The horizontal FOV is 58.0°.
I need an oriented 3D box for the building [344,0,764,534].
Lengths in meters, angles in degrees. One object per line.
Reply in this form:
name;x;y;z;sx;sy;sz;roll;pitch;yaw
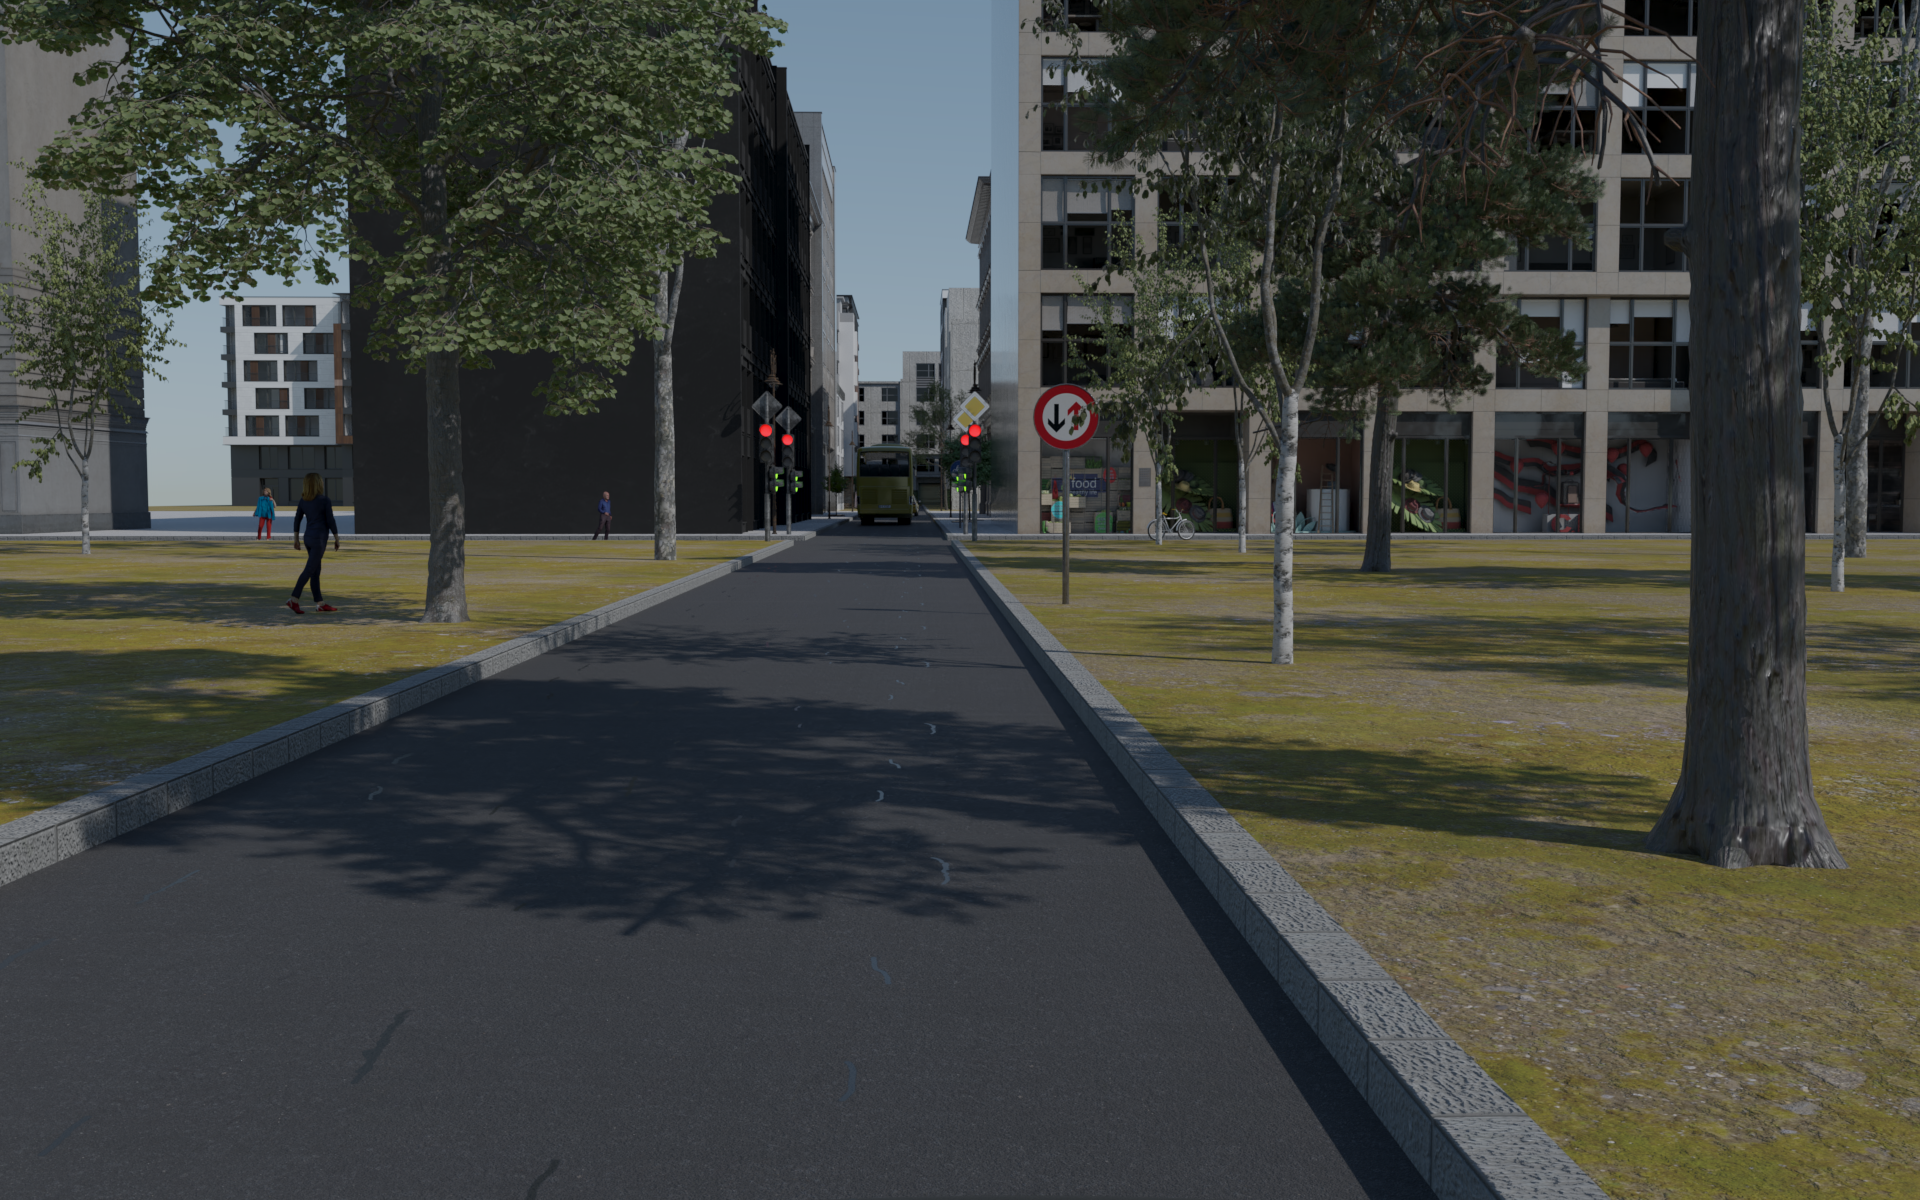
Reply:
building;-13.347;-14.240;62.500;12.332;23.373;15.834;0;4;-2

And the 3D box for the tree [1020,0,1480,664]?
tree;2.434;-3.837;13.091;4.360;8.622;3.978;0;3;0

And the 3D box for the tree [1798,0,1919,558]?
tree;19.522;-10.896;34.031;12.611;20.169;13.585;0;3;0

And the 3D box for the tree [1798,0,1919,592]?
tree;11.503;-4.400;22.310;4.737;8.622;4.395;0;3;0

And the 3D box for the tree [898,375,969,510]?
tree;-1.413;-12.345;136.258;7.601;10.594;8.767;0;4;-6

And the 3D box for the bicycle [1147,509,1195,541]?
bicycle;5.816;-2.121;47.896;1.543;0.972;0.635;-1;4;-20

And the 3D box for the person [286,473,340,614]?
person;-7.000;-0.618;18.691;0.480;1.512;0.613;1;4;9

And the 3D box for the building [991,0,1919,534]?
building;18.578;-15.905;64.560;34.151;26.468;19.350;0;4;-2

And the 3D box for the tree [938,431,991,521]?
tree;0.492;-6.155;84.349;4.285;4.588;4.351;0;3;0

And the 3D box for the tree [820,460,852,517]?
tree;-7.108;-6.420;99.566;1.663;3.219;1.824;0;3;0

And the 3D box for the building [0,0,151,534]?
building;-39.008;-12.844;59.148;18.267;20.994;9.793;0;4;-2

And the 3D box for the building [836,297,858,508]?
building;-17.676;-18.789;163.622;16.016;20.091;11.380;0;4;-2

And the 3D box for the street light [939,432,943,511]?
street light;-1.389;-9.567;129.208;0.468;5.910;1.993;0;4;-2

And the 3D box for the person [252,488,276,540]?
person;-20.566;-2.510;51.238;0.593;1.614;0.444;1;4;13

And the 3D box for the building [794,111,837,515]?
building;-14.807;-18.299;117.203;12.078;24.808;19.932;0;4;-2

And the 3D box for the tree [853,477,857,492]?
tree;-10.097;-11.589;173.191;4.285;4.588;4.351;0;3;0

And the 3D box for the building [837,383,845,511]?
building;-14.119;-12.367;144.342;9.099;9.664;28.070;0;4;-2

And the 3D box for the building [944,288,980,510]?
building;7.190;-17.786;157.265;16.747;18.905;31.486;0;4;-2

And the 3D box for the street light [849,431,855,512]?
street light;-7.740;-9.283;124.556;0.468;5.910;1.993;0;4;-2

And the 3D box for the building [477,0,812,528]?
building;-13.395;-15.207;78.309;12.332;23.373;15.834;0;4;-2

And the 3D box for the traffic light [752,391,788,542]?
traffic light;-5.184;-3.515;46.716;0.839;4.213;0.868;0;4;-2

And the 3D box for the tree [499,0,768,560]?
tree;-7.148;-10.811;32.644;12.611;20.169;13.585;0;3;0

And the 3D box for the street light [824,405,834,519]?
street light;-6.793;-7.163;89.907;0.468;5.910;1.993;0;4;-2

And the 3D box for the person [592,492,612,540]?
person;-10.063;-2.311;48.978;0.574;1.496;0.600;-2;4;-33

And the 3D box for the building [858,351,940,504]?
building;-7.319;-21.797;222.842;31.486;18.905;16.747;0;4;-2

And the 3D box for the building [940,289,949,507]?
building;11.728;-21.127;189.402;27.936;21.610;32.646;0;4;-2

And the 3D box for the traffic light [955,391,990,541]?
traffic light;0.375;-3.525;46.882;0.839;4.213;0.868;0;4;-2

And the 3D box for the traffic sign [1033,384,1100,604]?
traffic sign;1.230;-1.222;20.084;0.768;2.556;0.104;0;4;5

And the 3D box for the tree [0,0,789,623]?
tree;-5.481;-6.070;17.377;7.486;12.596;7.792;0;3;0

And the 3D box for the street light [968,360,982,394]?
street light;0.507;-5.329;59.909;0.468;5.910;1.993;0;4;-2

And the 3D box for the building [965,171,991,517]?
building;5.665;-15.849;110.034;10.553;20.767;40.483;0;4;-2

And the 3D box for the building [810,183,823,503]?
building;-13.955;-15.940;96.783;11.583;22.565;21.152;0;4;-2

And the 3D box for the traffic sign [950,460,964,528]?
traffic sign;0.006;-3.992;65.379;0.768;2.556;0.104;0;4;1

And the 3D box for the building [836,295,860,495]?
building;-27.704;-21.232;191.110;32.646;21.610;27.936;0;4;-2

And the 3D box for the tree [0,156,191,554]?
tree;-18.757;-5.303;37.066;4.737;8.622;4.395;0;3;0

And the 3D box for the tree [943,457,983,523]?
tree;0.244;-5.125;78.394;1.663;3.219;1.824;0;3;0

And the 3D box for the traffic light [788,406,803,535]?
traffic light;-5.400;-4.003;54.698;0.839;4.213;0.868;0;4;-2

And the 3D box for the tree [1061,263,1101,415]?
tree;4.834;-5.705;43.645;4.737;8.622;4.395;0;3;0

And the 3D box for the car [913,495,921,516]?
car;-3.571;-6.258;112.541;2.015;1.641;3.980;0;4;0

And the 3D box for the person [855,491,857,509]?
person;-8.928;-8.858;151.542;0.621;1.740;0.551;1;4;12

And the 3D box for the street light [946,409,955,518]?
street light;-0.506;-7.448;94.557;0.468;5.910;1.993;0;4;-2

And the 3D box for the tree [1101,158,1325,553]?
tree;6.359;-5.333;37.551;4.737;8.622;4.395;0;3;0

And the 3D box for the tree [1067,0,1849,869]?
tree;2.810;-5.131;5.942;6.751;12.117;7.091;0;3;0

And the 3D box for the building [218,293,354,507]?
building;-60.330;-21.158;189.914;32.646;21.610;27.936;0;4;-2

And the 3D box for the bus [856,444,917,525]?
bus;-3.533;-5.639;83.752;2.896;3.916;12.252;0;4;-1

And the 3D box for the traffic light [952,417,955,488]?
traffic light;0.158;-4.013;54.864;0.839;4.213;0.868;0;4;-2

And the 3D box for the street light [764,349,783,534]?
street light;-5.936;-5.044;55.255;0.468;5.910;1.993;0;4;-2
